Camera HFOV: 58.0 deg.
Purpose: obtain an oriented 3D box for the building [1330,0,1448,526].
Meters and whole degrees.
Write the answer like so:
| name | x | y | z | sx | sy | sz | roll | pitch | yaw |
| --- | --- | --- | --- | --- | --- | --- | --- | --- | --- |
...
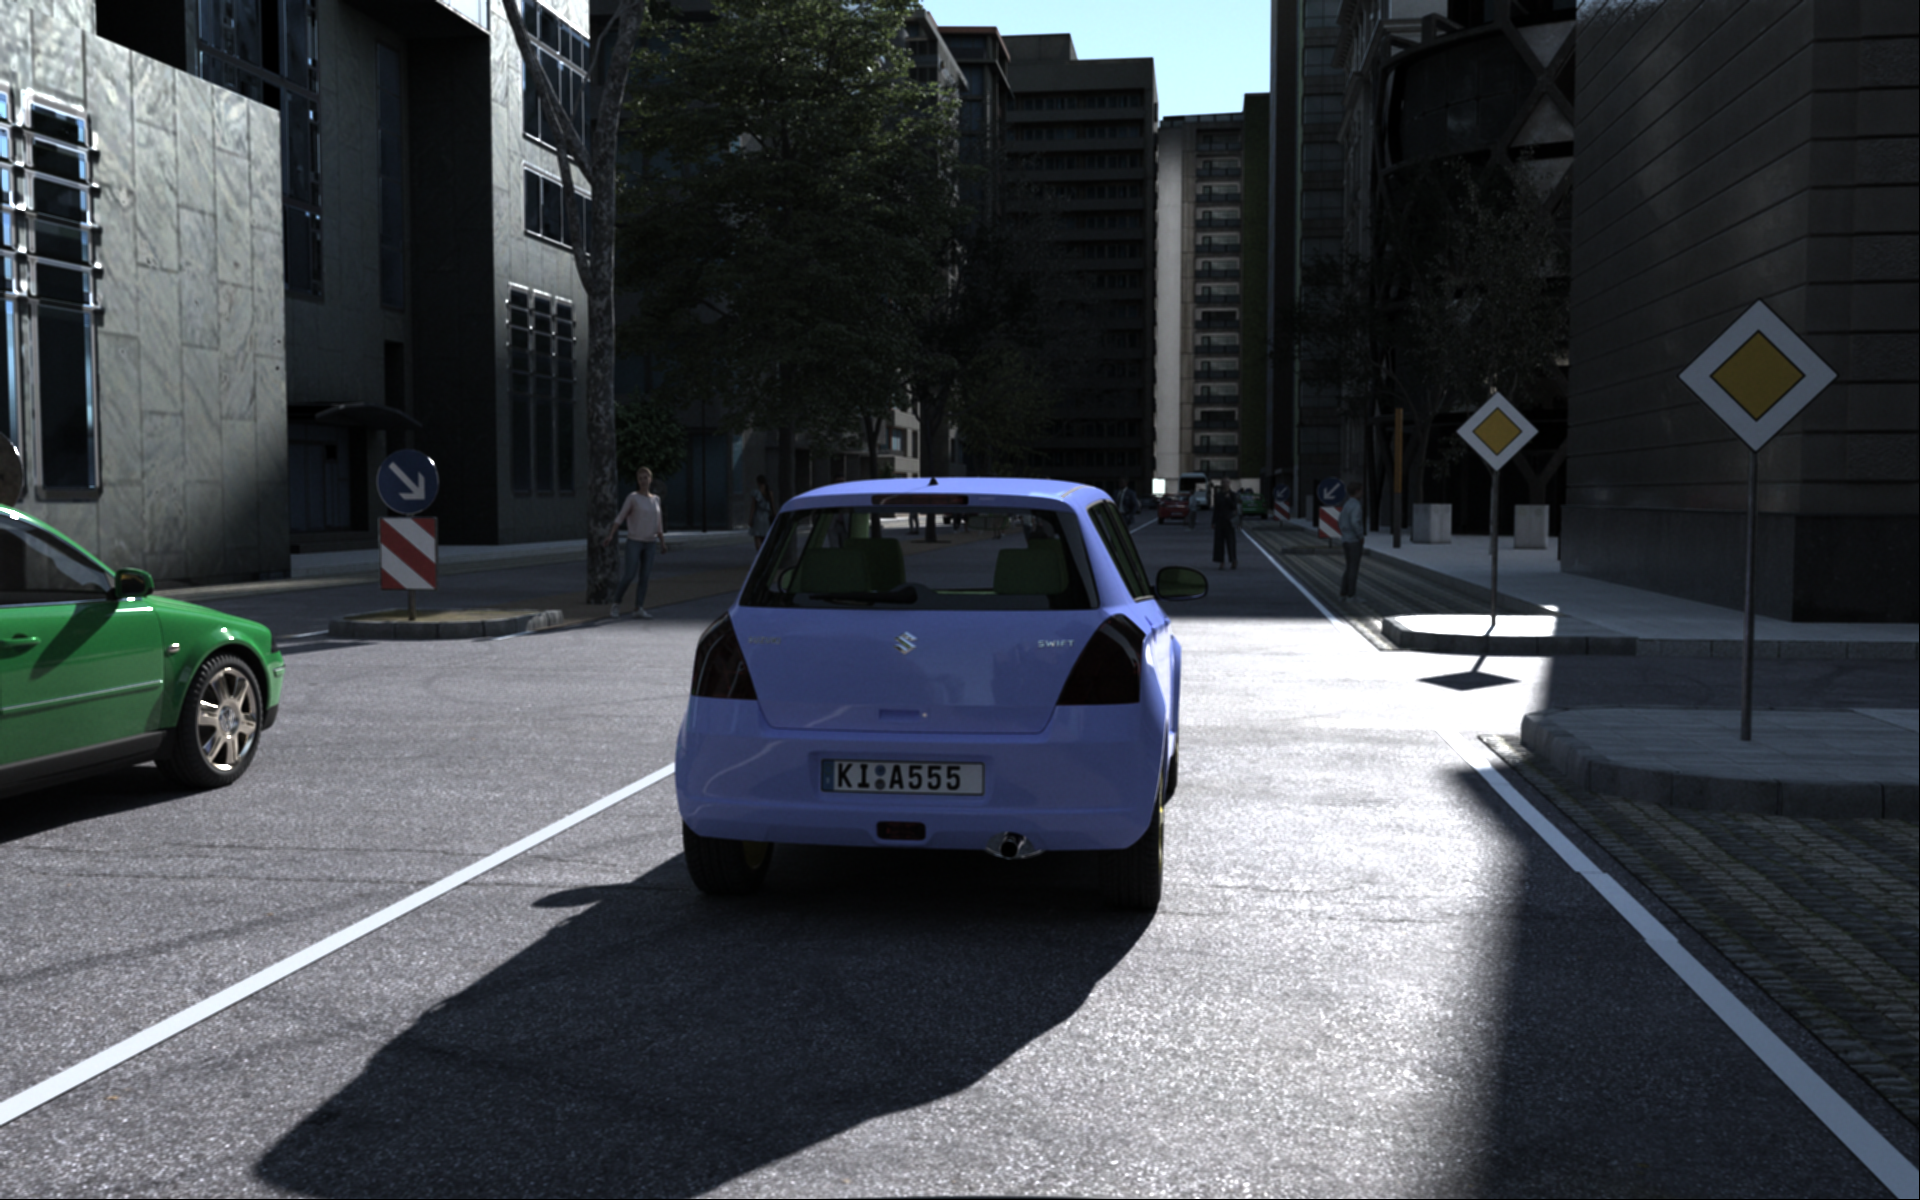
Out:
| name | x | y | z | sx | sy | sz | roll | pitch | yaw |
| --- | --- | --- | --- | --- | --- | --- | --- | --- | --- |
| building | 24.400 | -17.773 | 77.981 | 14.401 | 28.519 | 23.554 | 0 | 4 | 8 |

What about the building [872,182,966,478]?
| name | x | y | z | sx | sy | sz | roll | pitch | yaw |
| --- | --- | --- | --- | --- | --- | --- | --- | --- | --- |
| building | -15.259 | -16.263 | 110.938 | 27.650 | 21.520 | 28.899 | 0 | 4 | 8 |

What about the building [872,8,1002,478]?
| name | x | y | z | sx | sy | sz | roll | pitch | yaw |
| --- | --- | --- | --- | --- | --- | --- | --- | --- | --- |
| building | -13.078 | -27.210 | 136.768 | 32.217 | 40.220 | 23.993 | 0 | 4 | 8 |

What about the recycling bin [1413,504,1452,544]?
| name | x | y | z | sx | sy | sz | roll | pitch | yaw |
| --- | --- | --- | --- | --- | --- | --- | --- | --- | --- |
| recycling bin | 12.257 | -1.983 | 44.968 | 0.722 | 1.027 | 0.722 | -2 | 4 | -25 |

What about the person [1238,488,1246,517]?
| name | x | y | z | sx | sy | sz | roll | pitch | yaw |
| --- | --- | --- | --- | --- | --- | --- | --- | --- | --- |
| person | 17.877 | -6.178 | 109.514 | 0.705 | 1.824 | 1.348 | 3 | 5 | 39 |

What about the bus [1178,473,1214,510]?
| name | x | y | z | sx | sy | sz | roll | pitch | yaw |
| --- | --- | --- | --- | --- | --- | --- | --- | --- | --- |
| bus | 21.604 | -10.028 | 158.810 | 2.948 | 3.499 | 13.247 | 1 | 4 | 10 |

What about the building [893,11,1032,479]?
| name | x | y | z | sx | sy | sz | roll | pitch | yaw |
| --- | --- | --- | --- | --- | --- | --- | --- | --- | --- |
| building | -8.505 | -30.932 | 160.369 | 28.867 | 44.769 | 22.147 | 0 | 4 | 8 |

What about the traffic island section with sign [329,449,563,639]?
| name | x | y | z | sx | sy | sz | roll | pitch | yaw |
| --- | --- | --- | --- | --- | --- | --- | --- | --- | --- |
| traffic island section with sign | -5.480 | -0.610 | 18.112 | 2.006 | 1.907 | 1.989 | 0 | 4 | 8 |

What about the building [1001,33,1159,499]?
| name | x | y | z | sx | sy | sz | roll | pitch | yaw |
| --- | --- | --- | --- | --- | --- | --- | --- | --- | --- |
| building | 10.478 | -34.443 | 186.849 | 21.600 | 48.544 | 21.300 | 0 | 4 | 8 |

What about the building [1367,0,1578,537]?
| name | x | y | z | sx | sy | sz | roll | pitch | yaw |
| --- | --- | --- | --- | --- | --- | --- | --- | --- | --- |
| building | 22.073 | -11.608 | 57.250 | 16.820 | 18.784 | 16.811 | 0 | 4 | 8 |

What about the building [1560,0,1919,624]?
| name | x | y | z | sx | sy | sz | roll | pitch | yaw |
| --- | --- | --- | --- | --- | --- | --- | --- | --- | --- |
| building | 21.097 | -13.644 | 20.345 | 25.104 | 27.353 | 12.463 | 0 | 4 | 8 |

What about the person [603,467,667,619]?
| name | x | y | z | sx | sy | sz | roll | pitch | yaw |
| --- | --- | --- | --- | --- | --- | --- | --- | --- | --- |
| person | -3.808 | -0.657 | 19.908 | 0.598 | 1.740 | 0.731 | 3 | 4 | 38 |

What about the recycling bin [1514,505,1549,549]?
| name | x | y | z | sx | sy | sz | roll | pitch | yaw |
| --- | --- | --- | --- | --- | --- | --- | --- | --- | --- |
| recycling bin | 13.403 | -1.716 | 40.612 | 0.722 | 1.027 | 0.722 | 2 | 4 | 24 |

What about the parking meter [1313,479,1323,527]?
| name | x | y | z | sx | sy | sz | roll | pitch | yaw |
| --- | --- | --- | --- | --- | --- | --- | --- | --- | --- |
| parking meter | 13.996 | -3.784 | 67.577 | 0.399 | 1.863 | 0.255 | 0 | 4 | -2 |

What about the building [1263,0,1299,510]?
| name | x | y | z | sx | sy | sz | roll | pitch | yaw |
| --- | --- | --- | --- | --- | --- | --- | --- | --- | --- |
| building | 31.716 | -29.805 | 137.416 | 14.600 | 45.320 | 14.200 | 0 | 4 | 8 |

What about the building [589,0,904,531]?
| name | x | y | z | sx | sy | sz | roll | pitch | yaw |
| --- | --- | --- | --- | --- | --- | --- | --- | --- | --- |
| building | -15.570 | -27.715 | 72.741 | 23.786 | 49.044 | 30.456 | 0 | 4 | 8 |

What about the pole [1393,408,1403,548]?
| name | x | y | z | sx | sy | sz | roll | pitch | yaw |
| --- | --- | --- | --- | --- | --- | --- | --- | --- | --- |
| pole | 10.410 | -2.895 | 41.168 | 0.158 | 3.312 | 0.155 | 0 | 3 | 0 |

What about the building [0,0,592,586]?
| name | x | y | z | sx | sy | sz | roll | pitch | yaw |
| --- | --- | --- | --- | --- | --- | --- | --- | --- | --- |
| building | -21.775 | -44.083 | 33.433 | 22.319 | 86.520 | 31.000 | 0 | 4 | 8 |

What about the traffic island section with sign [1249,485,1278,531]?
| name | x | y | z | sx | sy | sz | roll | pitch | yaw |
| --- | --- | --- | --- | --- | --- | --- | --- | --- | --- |
| traffic island section with sign | 12.494 | -3.635 | 68.057 | 1.989 | 1.847 | 2.006 | 0 | 4 | 8 |

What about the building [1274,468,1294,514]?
| name | x | y | z | sx | sy | sz | roll | pitch | yaw |
| --- | --- | --- | --- | --- | --- | --- | --- | --- | --- |
| building | 38.014 | -25.993 | 116.864 | 32.217 | 40.220 | 23.993 | 0 | 4 | 8 |

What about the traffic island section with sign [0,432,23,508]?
| name | x | y | z | sx | sy | sz | roll | pitch | yaw |
| --- | --- | --- | --- | --- | --- | --- | --- | --- | --- |
| traffic island section with sign | -6.528 | -0.162 | 10.779 | 2.006 | 1.907 | 1.989 | 0 | 4 | 8 |

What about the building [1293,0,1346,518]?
| name | x | y | z | sx | sy | sz | roll | pitch | yaw |
| --- | --- | --- | --- | --- | --- | --- | --- | --- | --- |
| building | 26.265 | -25.385 | 98.637 | 14.154 | 41.232 | 14.086 | 0 | 4 | 8 |

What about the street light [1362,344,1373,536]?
| name | x | y | z | sx | sy | sz | roll | pitch | yaw |
| --- | --- | --- | --- | --- | --- | --- | --- | --- | --- |
| street light | 12.479 | -4.923 | 53.285 | 0.468 | 5.910 | 1.993 | 0 | 4 | 8 |

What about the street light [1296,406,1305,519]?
| name | x | y | z | sx | sy | sz | roll | pitch | yaw |
| --- | --- | --- | --- | --- | --- | --- | --- | --- | --- |
| street light | 17.772 | -7.206 | 90.600 | 0.468 | 5.910 | 1.993 | 0 | 4 | 8 |

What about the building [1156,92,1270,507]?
| name | x | y | z | sx | sy | sz | roll | pitch | yaw |
| --- | --- | --- | --- | --- | --- | --- | --- | --- | --- |
| building | 27.566 | -30.391 | 180.493 | 14.086 | 41.232 | 14.154 | 0 | 4 | 8 |

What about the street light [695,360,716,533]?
| name | x | y | z | sx | sy | sz | roll | pitch | yaw |
| --- | --- | --- | --- | --- | --- | --- | --- | --- | --- |
| street light | -8.499 | -5.178 | 57.443 | 0.468 | 5.910 | 1.993 | 0 | 4 | 8 |

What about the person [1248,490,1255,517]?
| name | x | y | z | sx | sy | sz | roll | pitch | yaw |
| --- | --- | --- | --- | --- | --- | --- | --- | --- | --- |
| person | 18.533 | -6.190 | 110.647 | 0.436 | 1.711 | 0.756 | -1 | 4 | -23 |

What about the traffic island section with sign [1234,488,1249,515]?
| name | x | y | z | sx | sy | sz | roll | pitch | yaw |
| --- | --- | --- | --- | --- | --- | --- | --- | --- | --- |
| traffic island section with sign | 19.562 | -6.691 | 118.029 | 1.989 | 1.847 | 2.006 | 0 | 4 | 8 |

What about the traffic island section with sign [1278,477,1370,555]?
| name | x | y | z | sx | sy | sz | roll | pitch | yaw |
| --- | --- | --- | --- | --- | --- | --- | --- | --- | --- |
| traffic island section with sign | 8.708 | -2.002 | 41.368 | 1.989 | 1.847 | 2.006 | 0 | 4 | 8 |

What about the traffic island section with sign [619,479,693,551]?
| name | x | y | z | sx | sy | sz | roll | pitch | yaw |
| --- | --- | --- | --- | --- | --- | --- | --- | --- | --- |
| traffic island section with sign | -7.981 | -2.197 | 44.552 | 1.989 | 1.847 | 2.006 | 0 | 4 | 8 |

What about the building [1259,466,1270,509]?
| name | x | y | z | sx | sy | sz | roll | pitch | yaw |
| --- | --- | --- | --- | --- | --- | --- | --- | --- | --- |
| building | 37.586 | -43.737 | 153.344 | 20.563 | 71.187 | 20.611 | 0 | 4 | 8 |

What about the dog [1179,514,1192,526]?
| name | x | y | z | sx | sy | sz | roll | pitch | yaw |
| --- | --- | --- | --- | --- | --- | --- | --- | --- | --- |
| dog | 10.252 | -3.775 | 78.564 | 0.800 | 0.831 | 0.513 | 1 | 4 | 17 |
